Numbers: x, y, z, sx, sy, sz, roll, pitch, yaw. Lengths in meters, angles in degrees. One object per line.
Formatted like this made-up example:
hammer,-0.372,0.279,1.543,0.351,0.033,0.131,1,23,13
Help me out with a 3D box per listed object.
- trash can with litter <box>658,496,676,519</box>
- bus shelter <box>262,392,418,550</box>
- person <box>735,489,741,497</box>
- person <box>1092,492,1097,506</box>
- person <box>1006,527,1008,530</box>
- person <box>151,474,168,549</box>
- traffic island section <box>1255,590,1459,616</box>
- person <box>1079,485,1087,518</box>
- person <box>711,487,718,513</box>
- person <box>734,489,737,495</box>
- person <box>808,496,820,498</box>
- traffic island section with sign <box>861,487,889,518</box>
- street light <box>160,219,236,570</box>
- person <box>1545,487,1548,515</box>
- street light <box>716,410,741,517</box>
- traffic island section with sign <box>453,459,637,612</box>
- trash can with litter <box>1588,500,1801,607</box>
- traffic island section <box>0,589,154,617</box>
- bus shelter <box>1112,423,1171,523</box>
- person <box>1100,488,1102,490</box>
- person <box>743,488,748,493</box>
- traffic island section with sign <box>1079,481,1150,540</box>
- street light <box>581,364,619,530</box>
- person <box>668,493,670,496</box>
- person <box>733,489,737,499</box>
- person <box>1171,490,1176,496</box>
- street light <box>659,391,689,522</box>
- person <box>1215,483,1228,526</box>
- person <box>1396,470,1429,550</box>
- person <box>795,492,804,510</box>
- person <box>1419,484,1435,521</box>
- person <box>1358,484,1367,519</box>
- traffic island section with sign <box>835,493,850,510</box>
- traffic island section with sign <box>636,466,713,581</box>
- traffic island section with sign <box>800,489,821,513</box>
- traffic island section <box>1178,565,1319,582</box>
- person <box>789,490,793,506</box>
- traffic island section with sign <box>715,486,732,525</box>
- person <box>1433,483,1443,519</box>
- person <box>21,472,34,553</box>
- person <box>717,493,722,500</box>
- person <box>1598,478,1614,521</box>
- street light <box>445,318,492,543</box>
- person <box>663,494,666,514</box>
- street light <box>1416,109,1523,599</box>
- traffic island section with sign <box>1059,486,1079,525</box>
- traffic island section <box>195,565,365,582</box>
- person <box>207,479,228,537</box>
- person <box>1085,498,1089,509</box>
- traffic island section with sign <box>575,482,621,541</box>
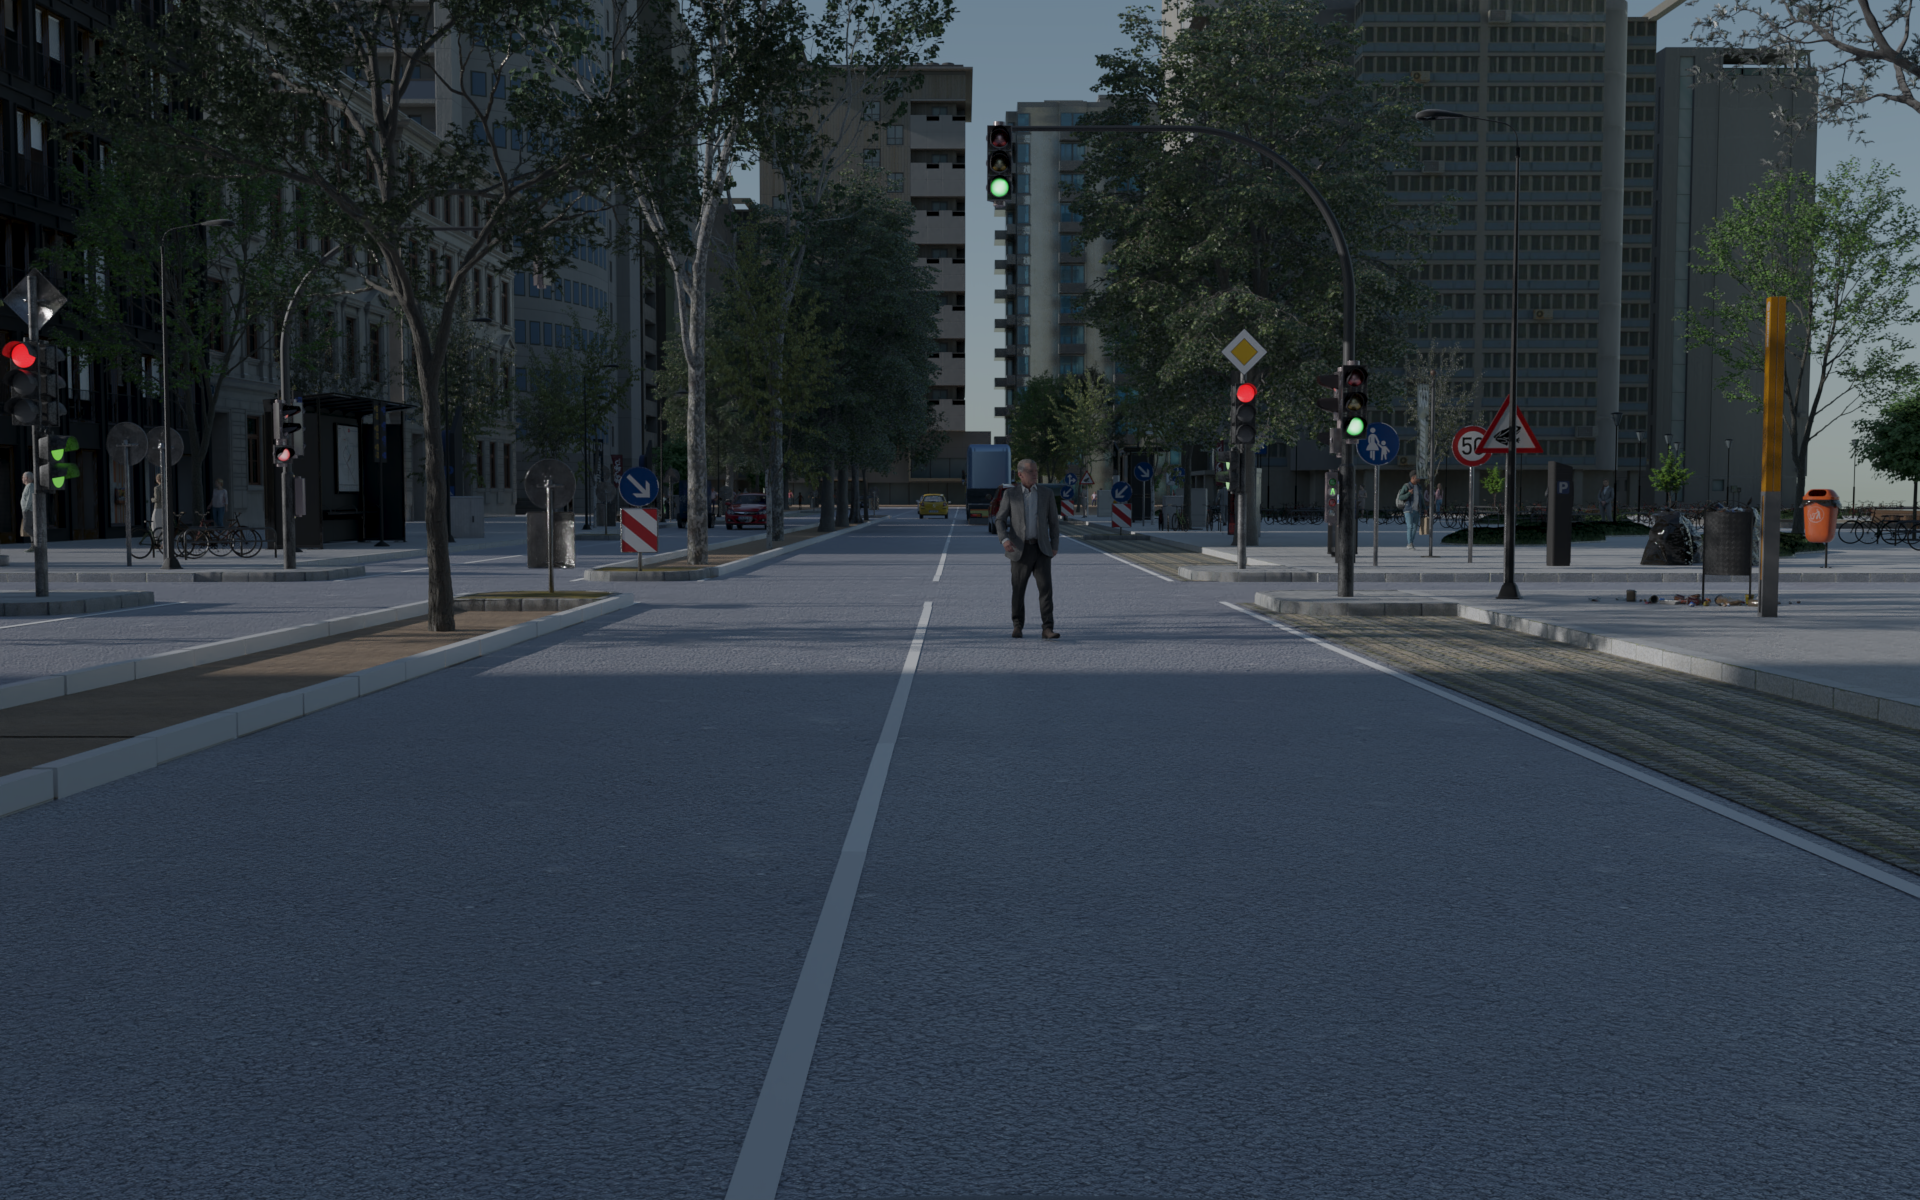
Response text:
trash can with litter,-14.977,-4.698,88.205,1.055,1.170,0.624,2,4,31
bus shelter,-15.262,-3.164,43.012,1.731,3.624,6.357,0,3,0
person,-19.194,-8.759,150.044,0.721,1.735,1.217,1,4,21
person,14.290,-10.675,183.975,0.756,1.711,0.436,2,4,34
person,2.022,-3.716,69.527,0.850,1.792,0.678,1,4,16
person,-18.647,-2.068,40.399,0.362,1.759,0.519,1,4,22
traffic island section,4.832,0.038,21.664,2.009,0.180,2.903,0,3,0
person,6.629,-5.308,93.174,0.374,1.781,0.599,2,4,32
person,-15.715,-6.297,109.932,0.756,1.711,0.436,1,4,13
person,-21.229,-9.641,164.191,0.721,1.766,1.217,-1,4,-15
person,-15.052,-10.571,178.966,1.348,1.812,0.705,2,4,25
traffic island section with sign,-5.218,-5.891,104.462,2.006,1.907,1.989,0,3,0
street light,-12.942,-3.480,29.434,1.470,5.913,1.316,0,3,0
person,23.694,-3.895,69.538,0.655,1.846,0.447,-1,4,-14
street light,-12.782,-7.521,95.506,1.470,5.913,1.316,0,3,0
traffic island section with sign,-5.327,-0.843,21.916,2.006,1.907,1.989,0,3,0
trash can with litter,8.605,-0.568,20.343,2.233,1.210,1.678,2,4,31
traffic island section,-11.510,0.036,21.690,2.009,0.180,2.903,0,3,0
bus shelter,8.334,-6.333,81.175,2.179,5.291,8.768,0,4,0
person,10.386,-7.375,127.549,0.541,1.710,0.530,1,4,11
person,-17.086,-8.065,138.635,1.217,1.736,0.721,-3,5,-44
traffic island section with sign,4.878,-2.790,54.248,1.989,1.847,2.006,0,3,0
street light,-12.872,-5.474,62.045,1.470,5.913,1.316,0,3,0
person,-20.879,-7.290,126.175,0.756,1.711,0.436,1,4,9
person,-19.416,-8.645,148.321,0.756,1.711,0.436,2,4,24
person,22.115,-10.524,178.826,0.721,1.743,1.217,2,4,32
street light,-12.951,-6.472,78.356,1.470,5.913,1.316,0,3,0
person,10.703,-3.899,70.073,0.678,1.792,0.850,0,4,0
person,10.339,-2.039,39.362,0.794,1.824,0.713,0,4,-7
person,-13.270,-8.209,143.512,1.065,1.426,0.557,3,5,45
person,21.213,-4.405,78.657,0.593,1.750,0.643,-3,4,-37
person,20.333,-4.988,87.931,0.374,1.781,0.599,-3,5,-44
traffic island section with sign,-11.008,-9.160,158.389,1.989,1.847,2.006,0,3,0
traffic island section with sign,-5.307,-1.296,29.323,2.006,1.907,1.989,0,3,0
traffic island section with sign,-11.043,-7.511,131.434,1.989,1.847,2.006,0,3,0
traffic island section,4.842,-0.451,29.649,2.009,0.180,2.903,0,3,0
person,-17.610,-10.539,179.076,0.721,1.743,1.217,-3,5,-44
traffic island section with sign,-11.108,-4.494,82.103,1.989,1.847,2.006,0,3,0
person,24.359,-5.018,88.094,0.388,1.821,0.555,3,5,44
person,-20.398,-1.931,38.093,0.515,1.767,0.782,-2,4,-25
person,-24.807,-10.591,179.213,1.348,1.823,0.705,0,4,-6
person,20.977,-3.056,56.278,0.520,1.790,0.573,2,4,26
street light,-13.009,-4.477,45.740,1.470,5.913,1.316,0,3,0
person,-17.567,-5.654,102.730,0.306,1.304,0.590,-1,4,-17
street light,6.202,-2.969,21.087,1.470,5.913,1.316,0,3,0
traffic island section with sign,4.912,-4.474,81.785,1.989,1.847,2.006,0,3,0
traffic island section,-11.499,-0.452,29.676,2.009,0.180,2.903,0,3,0
person,-22.061,-2.742,51.552,0.731,1.740,0.598,0,4,4
person,10.233,-8.109,141.866,0.697,1.427,0.421,-3,4,-39
traffic island section with sign,-11.143,-2.792,54.279,1.989,1.847,2.006,0,3,0
